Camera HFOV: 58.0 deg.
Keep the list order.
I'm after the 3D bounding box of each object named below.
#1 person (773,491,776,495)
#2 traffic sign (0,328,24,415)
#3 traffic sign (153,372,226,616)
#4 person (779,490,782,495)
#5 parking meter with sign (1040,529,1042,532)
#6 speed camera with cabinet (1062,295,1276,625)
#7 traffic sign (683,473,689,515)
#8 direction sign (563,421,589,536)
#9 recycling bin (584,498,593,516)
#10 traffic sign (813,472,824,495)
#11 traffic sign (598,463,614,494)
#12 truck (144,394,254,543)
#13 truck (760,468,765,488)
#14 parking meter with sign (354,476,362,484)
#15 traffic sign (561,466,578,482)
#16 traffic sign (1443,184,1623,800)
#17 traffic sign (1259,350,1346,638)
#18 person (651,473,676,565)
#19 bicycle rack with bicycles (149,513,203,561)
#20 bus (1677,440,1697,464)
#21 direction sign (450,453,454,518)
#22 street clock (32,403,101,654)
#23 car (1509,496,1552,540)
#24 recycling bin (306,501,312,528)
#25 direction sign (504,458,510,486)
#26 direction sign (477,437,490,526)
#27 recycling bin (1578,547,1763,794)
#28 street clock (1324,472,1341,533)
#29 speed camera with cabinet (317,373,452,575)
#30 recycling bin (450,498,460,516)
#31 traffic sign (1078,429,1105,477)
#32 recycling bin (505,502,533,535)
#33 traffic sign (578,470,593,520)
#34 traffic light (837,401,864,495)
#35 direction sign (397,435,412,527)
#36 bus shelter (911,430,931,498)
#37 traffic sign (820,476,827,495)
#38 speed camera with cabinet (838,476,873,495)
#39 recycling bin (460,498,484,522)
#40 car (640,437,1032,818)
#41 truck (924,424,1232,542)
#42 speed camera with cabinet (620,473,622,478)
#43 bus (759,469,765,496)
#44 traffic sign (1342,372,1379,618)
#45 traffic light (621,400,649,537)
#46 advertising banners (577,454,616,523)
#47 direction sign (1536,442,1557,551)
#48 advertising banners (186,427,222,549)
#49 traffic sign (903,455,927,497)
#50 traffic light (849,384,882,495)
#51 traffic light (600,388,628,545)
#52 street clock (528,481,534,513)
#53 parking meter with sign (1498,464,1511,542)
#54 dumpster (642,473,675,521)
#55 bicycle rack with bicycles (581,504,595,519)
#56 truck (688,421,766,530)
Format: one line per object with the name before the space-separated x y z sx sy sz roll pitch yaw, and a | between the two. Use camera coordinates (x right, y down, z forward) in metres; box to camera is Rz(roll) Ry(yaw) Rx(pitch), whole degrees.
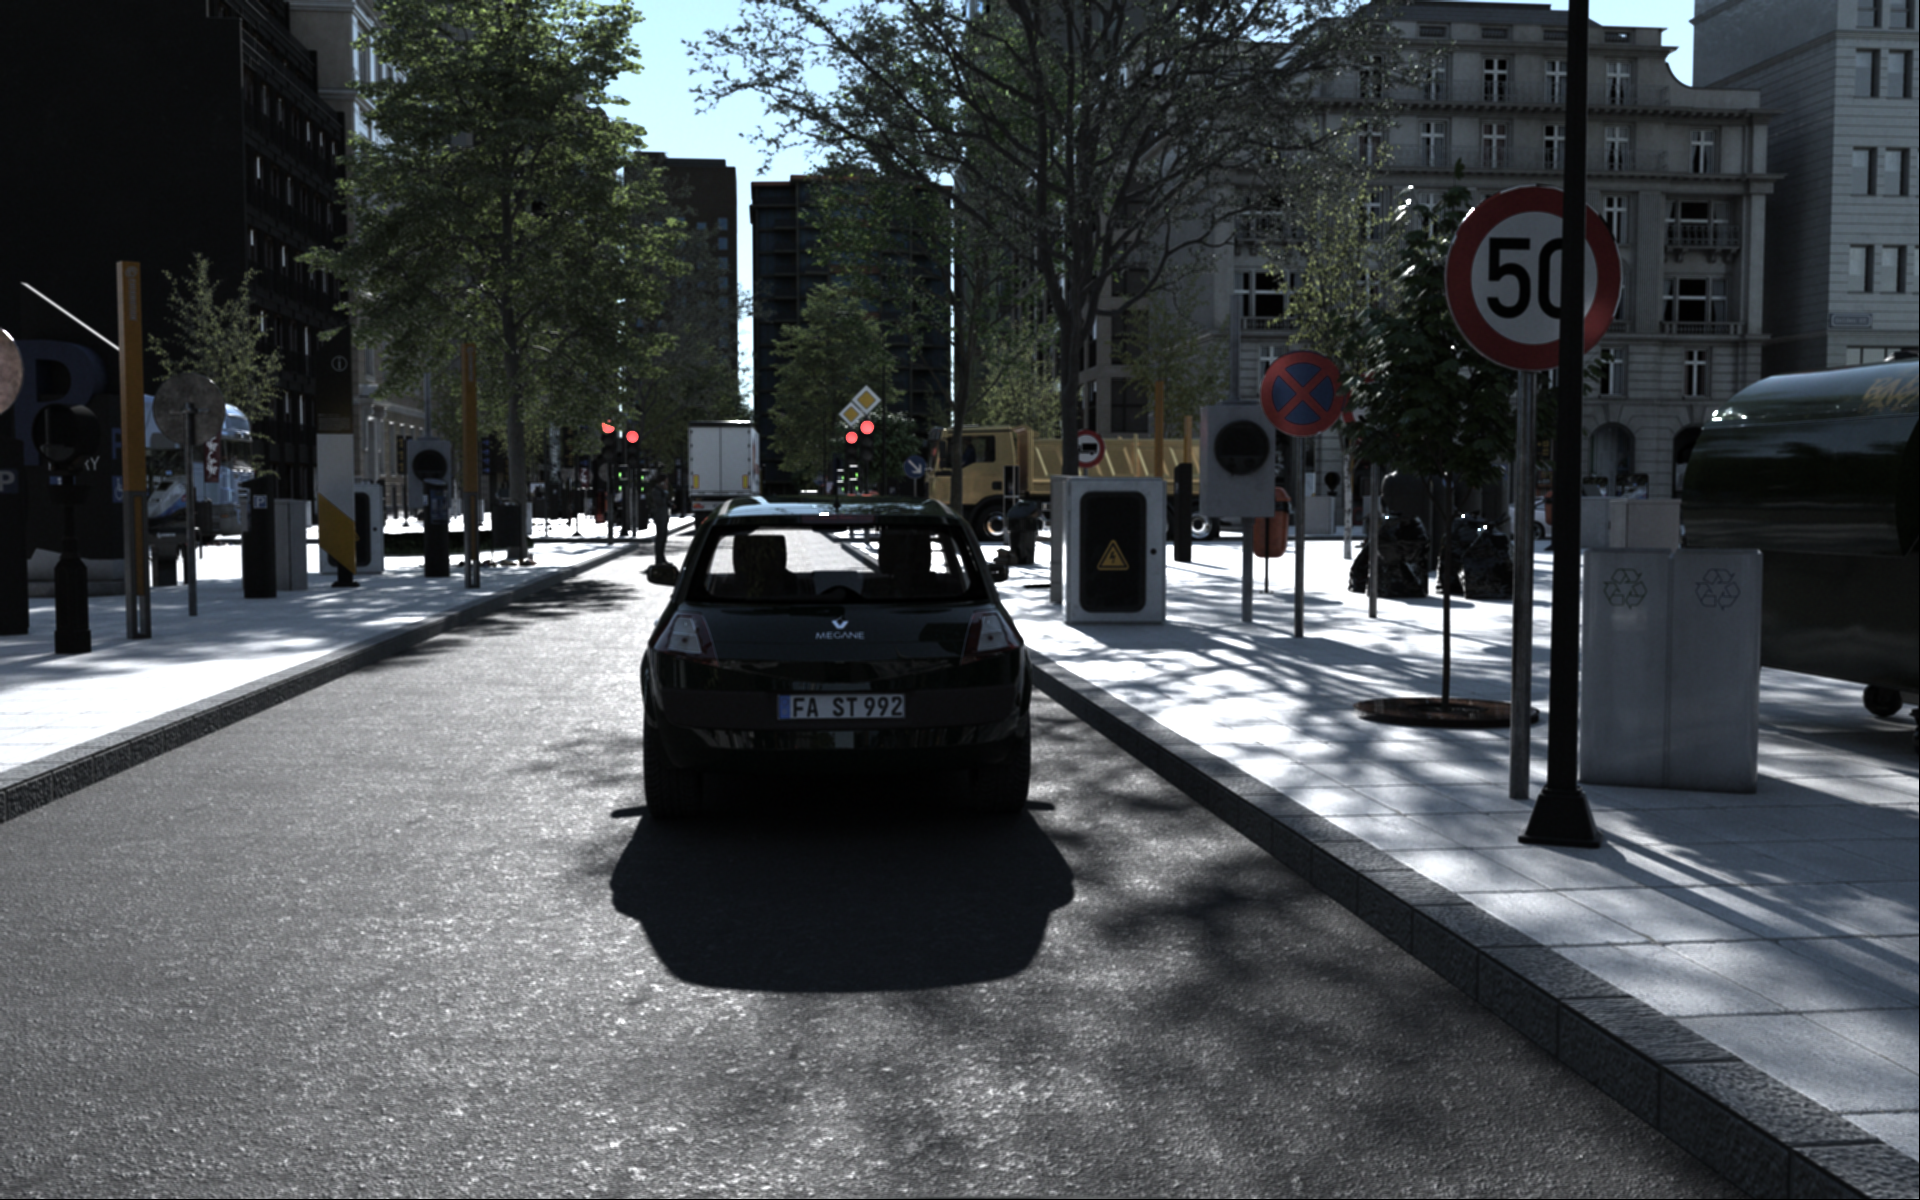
person | -19.746 -10.668 183.714 1.217 1.735 0.721 3 4 37
traffic sign | -7.128 -0.756 12.468 0.768 2.556 0.104 0 4 -4
traffic sign | -8.084 -1.105 18.177 0.768 2.556 0.104 0 4 0
person | -16.810 -9.449 163.008 0.705 1.821 1.348 0 4 -7
parking meter with sign | 1.937 -3.841 59.060 1.738 3.016 0.543 0 4 -5
speed camera with cabinet | 2.053 -1.394 17.120 2.038 3.252 0.660 0 4 0
traffic sign | -16.655 -6.389 104.558 0.768 2.556 0.104 0 4 -6
direction sign | -11.630 -3.701 52.501 0.379 3.537 0.876 3 5 43
recycling bin | -22.072 -5.585 103.868 0.722 1.027 0.722 -3 5 -39
traffic sign | -7.991 -6.019 98.513 0.768 2.556 0.104 0 4 -5
traffic sign | -14.364 -4.318 70.704 0.768 2.556 0.104 0 4 -5
truck | -27.609 -3.379 45.007 18.799 4.110 2.967 0 4 -6
truck | -20.923 -11.167 172.343 2.967 4.110 18.799 0 4 -6
parking meter with sign | -25.263 -4.644 72.188 1.738 3.016 0.543 -1 4 -16
traffic sign | -16.870 -4.568 74.788 0.768 2.556 0.104 0 4 -2
traffic sign | 2.359 -0.436 7.231 0.768 2.556 0.104 0 4 -6
traffic sign | 3.036 -0.938 15.439 0.768 2.556 0.104 0 4 0
person | -5.881 -1.603 34.516 0.447 1.846 0.655 0 4 5
bicycle rack with bicycles | -15.782 -1.233 33.537 2.852 0.926 2.925 0 4 3
bus | 28.148 -3.718 52.331 12.252 3.916 2.896 0 4 -8
direction sign | -26.995 -6.085 91.485 0.876 3.537 0.379 3 5 41
street clock | -7.164 -0.573 13.931 0.471 2.002 0.358 1 4 15
car | 17.910 -2.390 51.435 4.827 1.381 2.083 0 4 -6
recycling bin | -25.205 -3.268 65.984 0.722 1.027 0.722 3 5 41
direction sign | -28.249 -7.135 108.652 0.379 3.537 0.876 2 4 34
direction sign | -19.147 -4.714 69.065 0.876 3.537 0.379 -3 5 -41
recycling bin | 3.206 0.289 7.822 0.722 1.027 0.722 1 4 23
street clock | 12.277 -3.215 57.132 0.471 2.002 0.358 3 4 38
speed camera with cabinet | -9.283 -2.056 27.949 2.038 3.252 0.660 -1 4 -19
recycling bin | -29.509 -5.408 100.976 0.722 1.027 0.722 -2 4 -27
traffic sign | 2.465 -2.073 34.005 0.768 2.556 0.104 0 4 -4
recycling bin | -13.834 -2.552 54.274 0.722 1.027 0.722 -2 4 -27
traffic sign | -18.796 -5.312 86.957 0.768 2.556 0.104 0 4 0
traffic light | -3.310 -3.886 52.460 0.839 4.253 0.868 0 4 -6
direction sign | -21.567 -4.609 67.353 0.379 3.537 0.876 1 4 21
bus shelter | -1.020 -4.581 66.187 1.731 3.624 6.357 0 4 -6
traffic sign | -9.019 -6.979 114.213 0.768 2.556 0.104 0 4 1
speed camera with cabinet | -3.998 -4.399 66.259 0.660 3.252 2.038 1 4 22
recycling bin | -22.097 -4.044 78.675 0.722 1.027 0.722 1 4 12
car | -0.677 0.041 9.121 2.009 1.686 4.222 0 4 -5
truck | 3.027 -3.279 49.541 9.791 3.379 3.469 0 4 -5
speed camera with cabinet | -14.253 -4.897 74.395 0.660 3.252 2.038 1 4 20
bus | -18.607 -9.821 152.116 2.896 3.916 12.252 0 4 -6
traffic sign | 4.282 -1.088 17.890 0.768 2.556 0.104 0 4 -6
traffic light | -9.729 -3.841 51.725 0.839 4.253 0.868 0 4 -6
advertising banners | -15.819 -4.893 76.195 2.074 3.025 0.090 1 4 9
direction sign | 13.433 -2.883 39.141 0.876 3.537 0.379 3 5 40
advertising banners | -18.217 -2.724 40.719 2.074 3.025 0.090 1 4 13
traffic sign | -1.467 -3.457 56.621 0.768 2.556 0.104 0 4 0
traffic light | -2.419 -3.401 44.524 0.839 4.253 0.868 0 4 -6
traffic light | -8.838 -3.356 43.790 0.839 4.253 0.868 0 4 -6
street clock | -24.267 -5.725 98.180 0.358 2.002 0.471 1 4 18
parking meter with sign | 10.684 -2.346 34.611 0.543 3.016 1.738 0 4 6
dumpster | -13.852 -4.694 79.242 1.502 2.255 1.985 0 4 -6
bicycle rack with bicycles | -17.632 -4.616 88.847 2.925 0.926 2.852 1 4 11
truck | -9.693 -5.109 72.447 2.839 4.237 11.283 0 4 -5
